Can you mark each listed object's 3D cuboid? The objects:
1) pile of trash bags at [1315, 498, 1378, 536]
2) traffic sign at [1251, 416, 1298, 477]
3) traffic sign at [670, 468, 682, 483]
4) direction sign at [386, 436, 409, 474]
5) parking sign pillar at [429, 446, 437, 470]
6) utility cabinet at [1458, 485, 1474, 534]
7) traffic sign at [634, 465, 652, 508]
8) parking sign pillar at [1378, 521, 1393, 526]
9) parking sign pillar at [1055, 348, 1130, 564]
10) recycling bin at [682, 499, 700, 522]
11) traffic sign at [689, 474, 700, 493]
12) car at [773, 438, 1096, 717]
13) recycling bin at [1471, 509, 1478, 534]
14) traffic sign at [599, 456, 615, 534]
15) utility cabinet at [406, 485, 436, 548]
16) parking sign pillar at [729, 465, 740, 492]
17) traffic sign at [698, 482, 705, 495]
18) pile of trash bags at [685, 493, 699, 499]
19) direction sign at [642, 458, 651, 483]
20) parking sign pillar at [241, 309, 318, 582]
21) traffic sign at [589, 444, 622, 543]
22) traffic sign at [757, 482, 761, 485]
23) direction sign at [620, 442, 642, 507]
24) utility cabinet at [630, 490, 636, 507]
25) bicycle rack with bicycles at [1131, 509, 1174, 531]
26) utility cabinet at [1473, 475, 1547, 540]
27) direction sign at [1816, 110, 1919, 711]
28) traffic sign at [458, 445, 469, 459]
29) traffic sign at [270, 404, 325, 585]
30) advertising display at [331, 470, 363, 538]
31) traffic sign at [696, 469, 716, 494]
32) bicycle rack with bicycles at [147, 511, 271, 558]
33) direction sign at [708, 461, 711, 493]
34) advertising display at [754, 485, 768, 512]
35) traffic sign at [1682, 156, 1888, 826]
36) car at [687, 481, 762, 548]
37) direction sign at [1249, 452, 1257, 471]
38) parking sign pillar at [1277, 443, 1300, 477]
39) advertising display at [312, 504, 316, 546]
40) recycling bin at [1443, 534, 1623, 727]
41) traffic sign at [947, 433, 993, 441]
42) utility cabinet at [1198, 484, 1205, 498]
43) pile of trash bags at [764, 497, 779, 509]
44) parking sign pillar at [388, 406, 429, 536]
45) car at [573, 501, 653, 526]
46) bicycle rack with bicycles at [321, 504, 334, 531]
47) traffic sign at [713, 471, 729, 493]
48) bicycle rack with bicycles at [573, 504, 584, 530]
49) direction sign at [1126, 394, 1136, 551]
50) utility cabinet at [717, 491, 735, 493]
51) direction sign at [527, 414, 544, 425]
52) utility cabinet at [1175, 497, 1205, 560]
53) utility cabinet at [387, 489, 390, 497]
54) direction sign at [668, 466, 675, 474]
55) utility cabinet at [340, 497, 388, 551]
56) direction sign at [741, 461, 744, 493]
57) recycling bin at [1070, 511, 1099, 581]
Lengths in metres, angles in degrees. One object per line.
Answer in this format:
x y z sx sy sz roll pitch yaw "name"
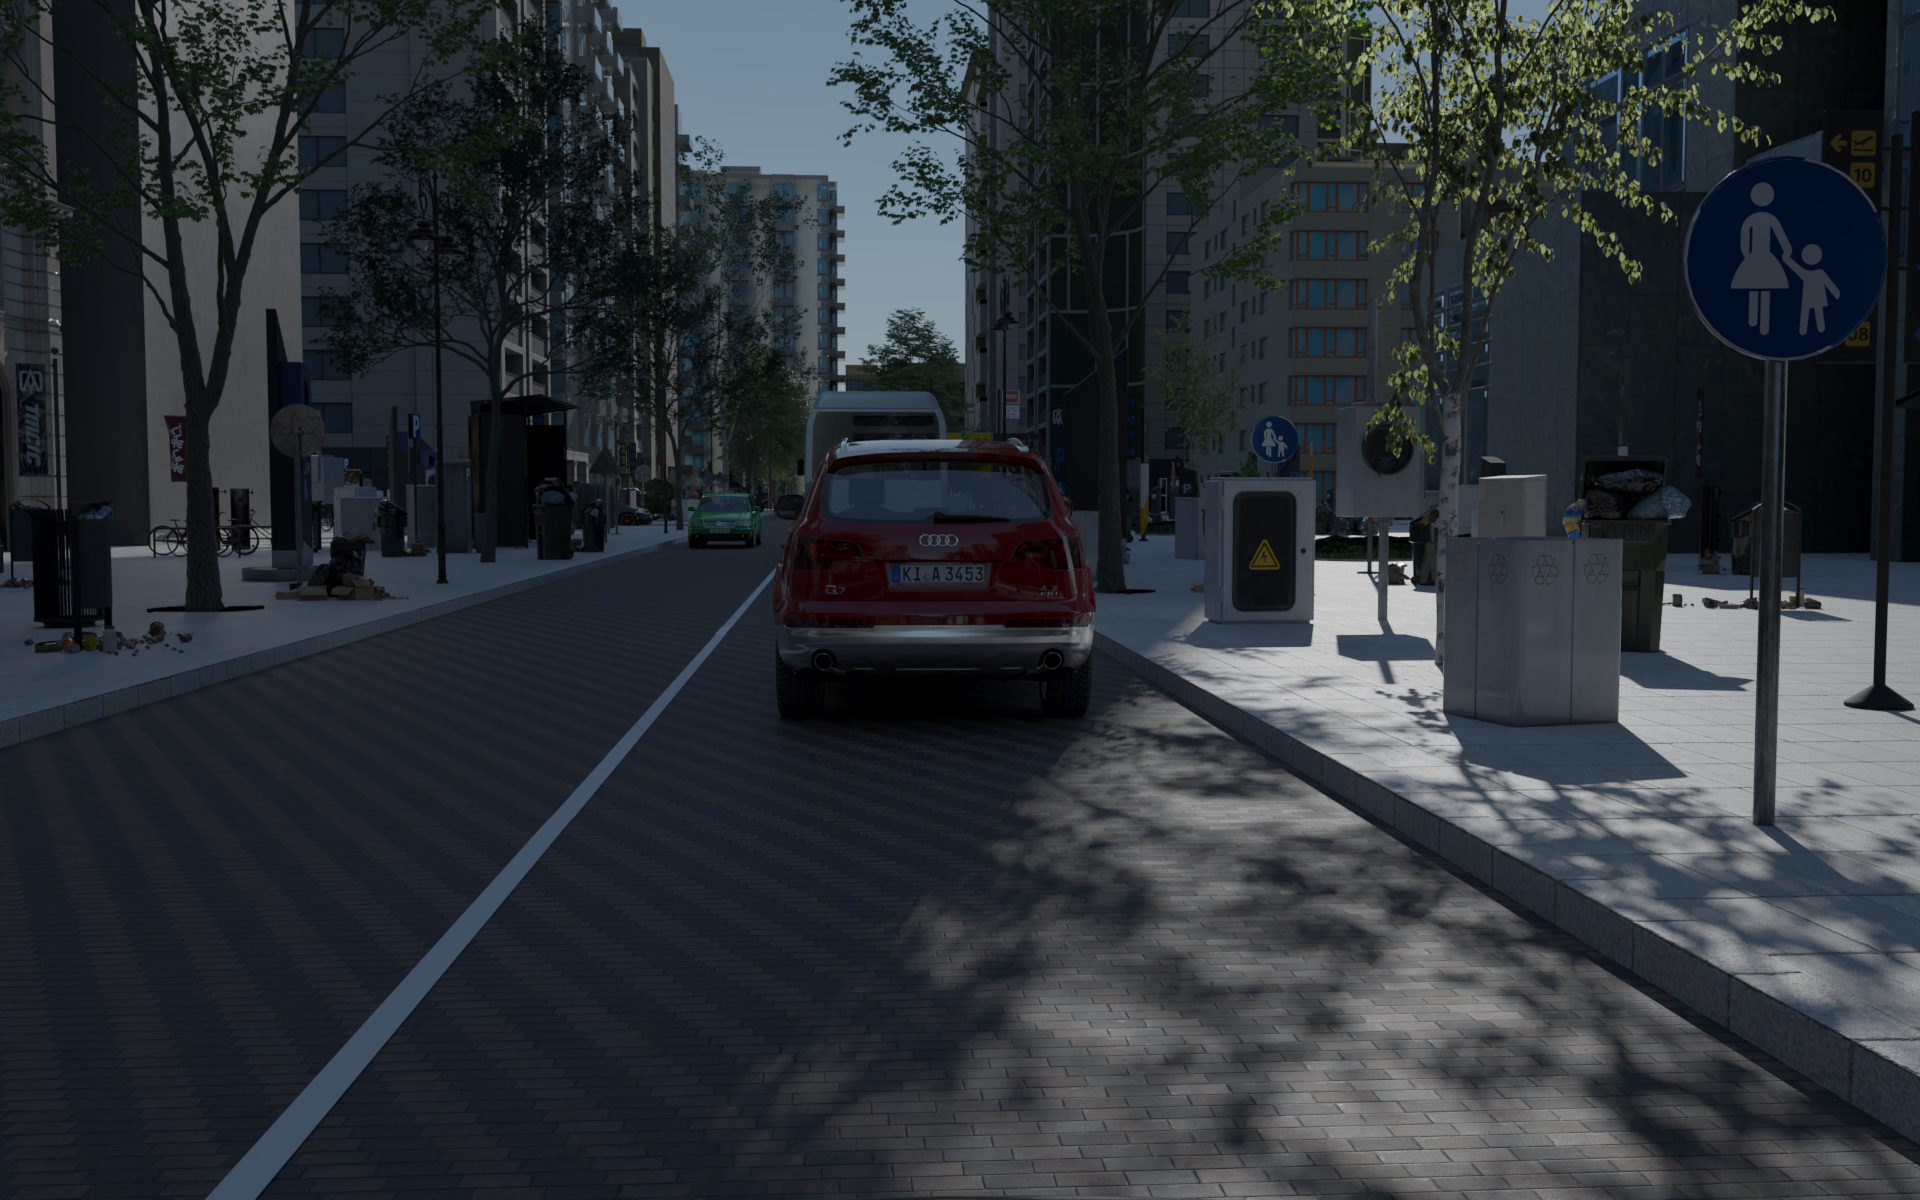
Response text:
12.267 -2.701 53.918 1.912 1.369 3.447 -1 4 -15 "pile of trash bags"
5.110 -1.720 28.227 0.768 2.556 0.104 0 4 1 "traffic sign"
-14.334 -5.292 86.525 0.884 2.594 0.081 0 4 -3 "traffic sign"
-21.734 -4.588 67.005 0.876 3.537 0.379 0 4 3 "direction sign"
-23.389 -5.366 76.210 1.447 3.967 1.447 1 4 20 "parking sign pillar"
12.218 -1.999 41.362 0.318 1.500 1.173 -2 4 -28 "utility cabinet"
-13.692 -4.567 74.778 0.768 2.556 0.104 0 4 6 "traffic sign"
16.704 -4.970 69.725 1.447 3.967 1.447 -2 4 -26 "parking sign pillar"
2.425 -2.662 31.996 1.447 3.967 1.447 -2 4 -26 "parking sign pillar"
-12.698 -4.202 81.257 0.722 1.027 0.722 -3 5 -42 "recycling bin"
-17.022 -6.807 111.395 0.768 2.556 0.104 0 4 2 "traffic sign"
-0.240 -0.246 12.693 2.281 1.827 5.304 0 4 -3 "car"
8.914 -0.976 28.504 0.722 1.027 0.722 -1 4 -21 "recycling bin"
-11.377 -3.419 56.004 0.768 2.556 0.104 0 4 -4 "traffic sign"
-12.779 -2.002 41.405 0.318 1.500 1.173 1 4 12 "utility cabinet"
-18.225 -9.157 138.194 1.447 3.967 1.447 -1 4 -18 "parking sign pillar"
-15.830 -6.544 107.100 0.768 2.556 0.104 0 4 -1 "traffic sign"
-14.796 -5.386 97.817 1.912 1.369 3.447 -1 4 -17 "pile of trash bags"
-19.679 -7.166 109.166 0.379 3.537 0.876 -2 4 -35 "direction sign"
-10.022 -2.291 25.927 1.447 3.967 1.447 -1 4 -13 "parking sign pillar"
-9.279 -2.772 45.334 0.884 2.594 0.081 0 4 1 "traffic sign"
-16.280 -8.486 139.928 0.795 2.450 0.064 0 4 2 "traffic sign"
-14.548 -5.129 75.864 0.876 3.537 0.379 -3 5 -43 "direction sign"
-23.745 -7.151 125.596 1.173 1.500 0.318 3 5 43 "utility cabinet"
5.751 -2.753 58.387 2.925 0.926 2.852 0 4 8 "bicycle rack with bicycles"
6.531 -0.727 20.572 0.318 1.500 1.173 -1 4 -8 "utility cabinet"
5.536 -1.121 10.330 0.876 3.537 0.379 0 4 -2 "direction sign"
-12.388 -2.687 44.038 0.768 2.556 0.104 0 4 3 "traffic sign"
-9.345 -1.489 24.449 0.768 2.556 0.104 0 4 -2 "traffic sign"
-16.600 -2.549 46.894 0.974 1.923 0.123 1 4 18 "advertising display"
-9.971 -3.935 67.978 0.795 2.450 0.064 0 4 -4 "traffic sign"
-15.431 -1.371 35.801 2.925 0.926 2.852 0 4 5 "bicycle rack with bicycles"
-17.133 -7.743 118.592 0.379 3.537 0.876 0 4 8 "direction sign"
-14.345 -7.329 125.050 0.974 1.923 0.123 -1 4 -21 "advertising display"
3.121 -0.400 6.648 0.768 2.556 0.104 0 4 1 "traffic sign"
-6.401 -2.359 47.365 1.959 1.807 4.718 0 4 -3 "car"
15.737 -6.192 93.237 0.379 3.537 0.876 -2 4 -24 "direction sign"
12.478 -4.728 65.777 1.447 3.967 1.447 -1 4 -9 "parking sign pillar"
-16.212 -2.294 42.721 0.974 1.923 0.123 2 4 31 "advertising display"
3.270 0.161 9.926 0.722 1.027 0.722 -1 4 -19 "recycling bin"
-0.038 -3.888 57.443 2.265 3.308 0.079 0 4 5 "traffic sign"
5.205 -1.774 37.683 0.318 1.500 1.173 0 4 -7 "utility cabinet"
-17.085 -8.499 148.712 3.447 1.369 1.912 -1 4 -9 "pile of trash bags"
-17.482 -4.001 53.893 1.447 3.967 1.447 -2 4 -24 "parking sign pillar"
-14.974 -3.822 72.271 4.222 1.686 2.009 0 4 -2 "car"
-22.392 -2.865 60.221 2.852 0.926 2.925 -3 5 -44 "bicycle rack with bicycles"
-10.512 -4.422 75.945 0.795 2.450 0.064 0 4 -4 "traffic sign"
-14.291 -2.926 61.226 2.852 0.926 2.925 -1 4 -20 "bicycle rack with bicycles"
3.685 -2.884 39.149 0.379 3.537 0.876 3 5 43 "direction sign"
-16.287 -6.842 120.551 1.173 1.500 0.318 -1 4 -21 "utility cabinet"
-12.060 -3.462 48.596 0.876 3.537 0.379 -3 5 -40 "direction sign"
4.598 -1.412 34.251 0.306 1.237 1.020 -1 4 -18 "utility cabinet"
-26.476 -4.406 80.721 0.318 1.500 1.173 -1 4 -23 "utility cabinet"
-23.892 -9.260 143.391 0.379 3.537 0.876 -3 5 -41 "direction sign"
-13.476 -1.716 39.215 1.020 1.237 0.306 -2 4 -24 "utility cabinet"
-14.835 -7.725 118.297 0.379 3.537 0.876 -1 4 -16 "direction sign"
1.670 -0.808 25.771 0.722 1.027 0.722 -2 4 -29 "recycling bin"
